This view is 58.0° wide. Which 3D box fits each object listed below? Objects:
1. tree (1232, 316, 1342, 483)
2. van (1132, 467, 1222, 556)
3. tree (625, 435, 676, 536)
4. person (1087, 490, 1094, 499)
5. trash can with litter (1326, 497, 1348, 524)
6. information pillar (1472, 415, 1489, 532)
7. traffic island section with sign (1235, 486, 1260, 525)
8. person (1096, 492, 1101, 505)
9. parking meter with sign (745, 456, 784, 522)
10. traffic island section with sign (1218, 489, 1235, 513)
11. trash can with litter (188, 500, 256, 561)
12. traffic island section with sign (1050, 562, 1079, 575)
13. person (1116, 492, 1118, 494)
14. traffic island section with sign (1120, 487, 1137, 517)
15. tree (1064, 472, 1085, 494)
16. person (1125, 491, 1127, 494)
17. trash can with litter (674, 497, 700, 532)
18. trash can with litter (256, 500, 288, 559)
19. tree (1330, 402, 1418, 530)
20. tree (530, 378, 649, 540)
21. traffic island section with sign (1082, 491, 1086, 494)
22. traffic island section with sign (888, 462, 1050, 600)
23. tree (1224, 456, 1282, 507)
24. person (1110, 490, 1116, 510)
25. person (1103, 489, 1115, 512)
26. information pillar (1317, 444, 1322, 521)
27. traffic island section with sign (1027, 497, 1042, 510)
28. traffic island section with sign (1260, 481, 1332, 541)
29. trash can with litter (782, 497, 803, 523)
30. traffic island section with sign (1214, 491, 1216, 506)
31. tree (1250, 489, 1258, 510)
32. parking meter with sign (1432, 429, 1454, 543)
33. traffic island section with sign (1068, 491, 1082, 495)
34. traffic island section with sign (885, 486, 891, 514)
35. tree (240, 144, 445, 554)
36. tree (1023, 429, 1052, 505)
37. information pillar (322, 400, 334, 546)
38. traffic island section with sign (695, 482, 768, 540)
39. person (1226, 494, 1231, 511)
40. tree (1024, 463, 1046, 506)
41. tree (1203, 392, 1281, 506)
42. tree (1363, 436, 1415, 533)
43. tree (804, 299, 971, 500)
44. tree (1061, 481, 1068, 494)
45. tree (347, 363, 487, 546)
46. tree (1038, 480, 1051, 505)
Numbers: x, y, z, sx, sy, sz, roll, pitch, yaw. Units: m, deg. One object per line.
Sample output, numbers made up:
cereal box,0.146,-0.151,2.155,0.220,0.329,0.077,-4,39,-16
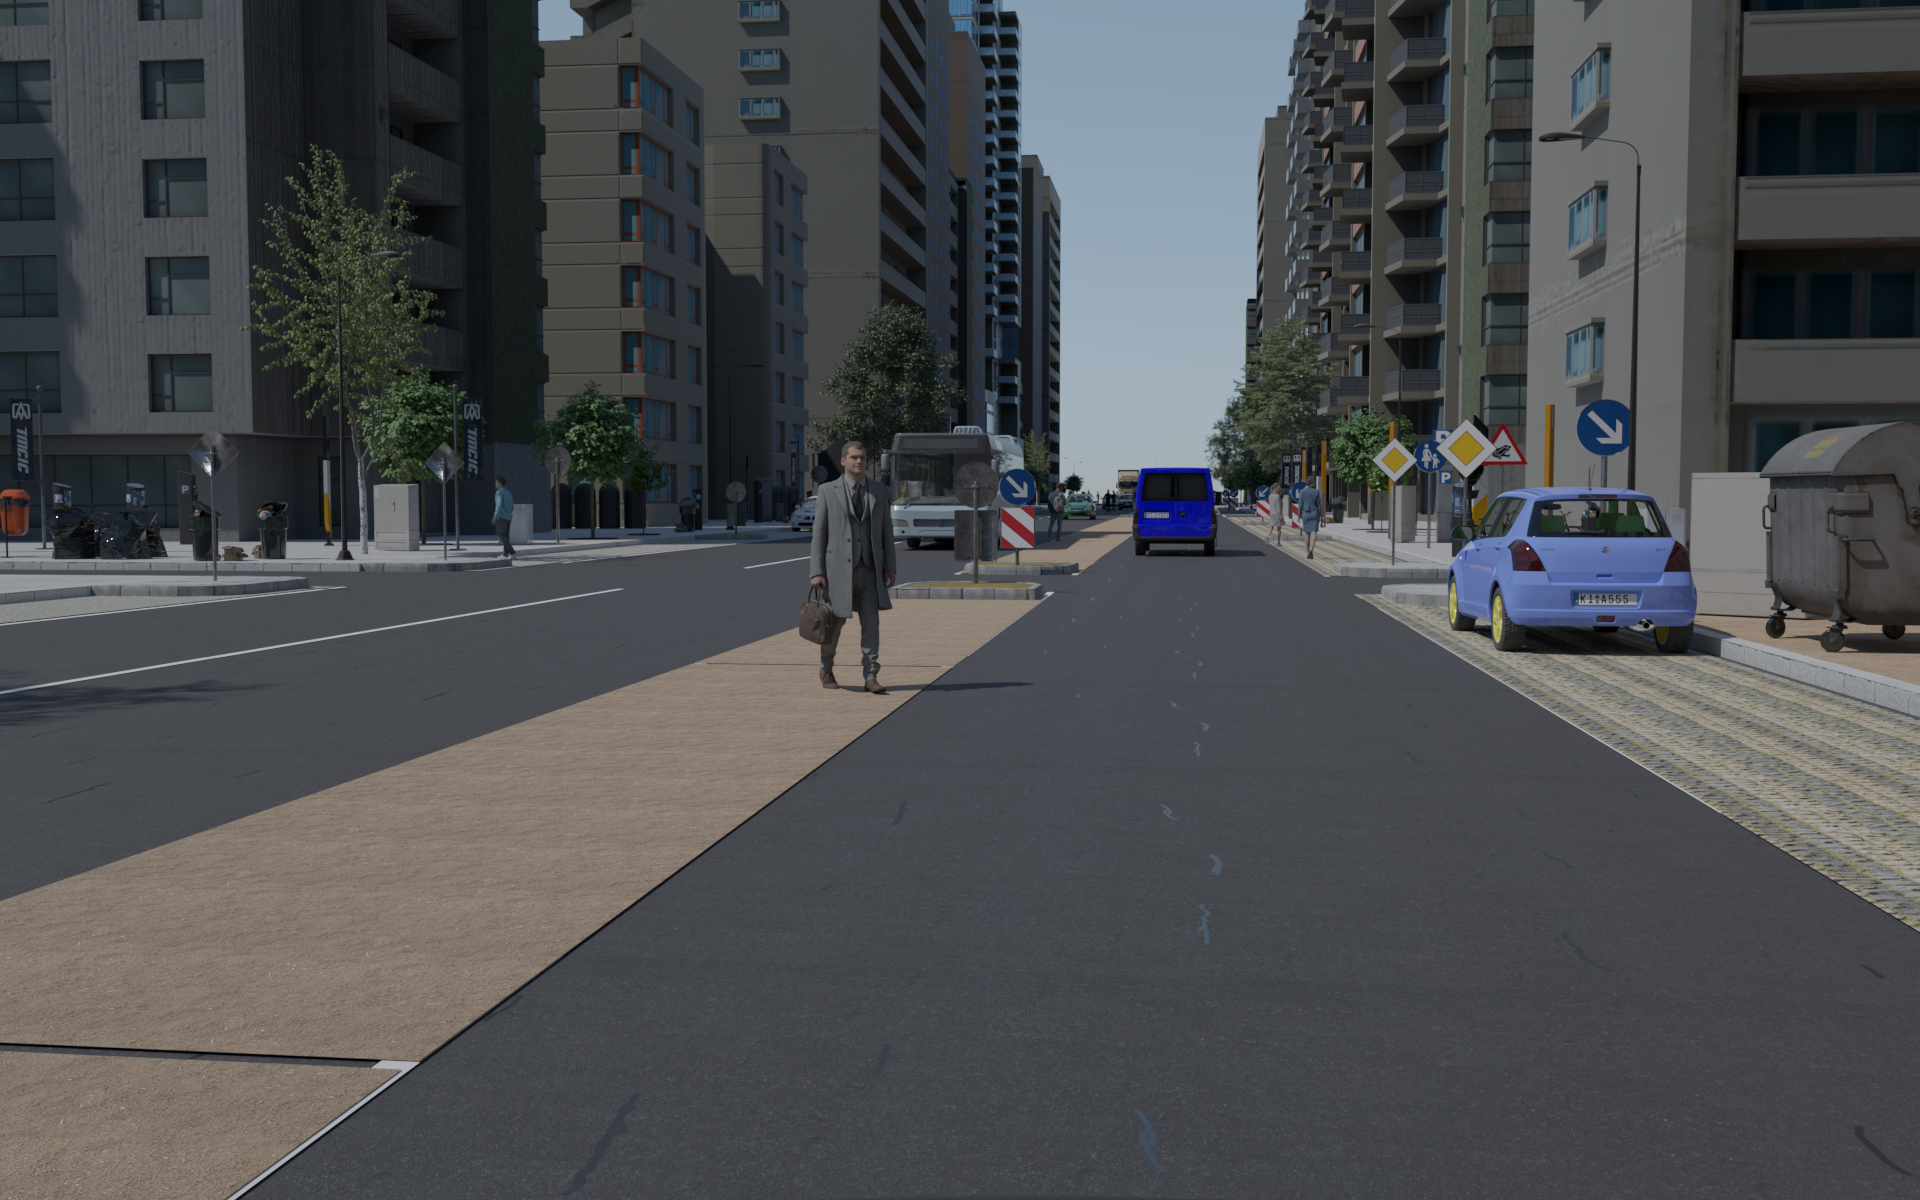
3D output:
tree,20.922,-11.790,110.898,7.486,12.596,7.792,0,3,0
van,5.235,-2.297,41.944,2.240,2.365,5.245,0,4,8
tree,-9.941,-3.625,53.877,1.663,3.219,1.824,0,3,0
person,12.358,-9.671,166.759,1.348,1.807,0.705,-1,4,-19
trash can with litter,16.354,-3.915,75.404,1.055,1.170,0.624,-3,4,-38
information pillar,15.335,-3.655,51.112,0.504,3.616,0.183,-1,4,-16
traffic island section with sign,13.903,-4.381,80.255,1.989,1.847,2.006,0,4,7
person,18.235,-13.375,227.703,0.721,1.766,1.217,2,4,33
parking meter with sign,-8.989,-5.100,79.649,1.738,3.016,0.543,-1,4,-15
traffic island section with sign,20.344,-7.387,129.403,1.989,1.847,2.006,0,4,7
trash can with litter,-14.215,-1.335,33.221,1.055,1.170,0.624,0,4,-3
traffic island section with sign,1.115,-1.436,31.622,2.006,1.907,1.989,0,4,7
person,20.971,-13.519,230.050,0.721,1.766,1.217,0,4,0
traffic island section with sign,10.857,-5.993,106.129,2.006,1.907,1.989,0,4,7
tree,16.805,-16.600,255.127,4.285,4.588,4.351,0,3,0
person,17.526,-10.591,182.215,0.434,1.755,0.990,-1,4,-10
trash can with litter,-9.215,-2.869,58.298,0.624,1.170,1.055,1,4,11
trash can with litter,-13.713,-1.396,34.218,1.055,1.170,0.624,3,5,45
tree,14.735,-4.781,61.889,4.285,4.588,4.351,0,3,0
tree,-10.361,-4.002,49.148,4.285,4.588,4.351,0,3,0
traffic island section with sign,17.239,-14.218,241.089,1.989,1.847,2.006,0,4,7
traffic island section with sign,0.144,-0.987,24.279,2.006,1.907,1.989,0,4,7
tree,23.782,-9.323,136.146,4.285,4.588,4.351,0,3,0
person,13.533,-8.857,153.754,0.568,1.767,0.683,2,4,25
person,12.144,-8.148,141.735,1.348,1.821,0.705,-3,4,-36
information pillar,16.875,-5.497,81.231,0.183,3.616,0.504,3,5,42
traffic island section with sign,6.485,-9.194,158.943,1.989,1.847,2.006,0,4,7
traffic island section with sign,10.408,-2.746,53.527,1.989,1.847,2.006,0,4,7
trash can with litter,-7.416,-3.988,76.583,1.055,1.170,0.624,0,4,-6
traffic island section with sign,23.838,-9.022,156.132,1.989,1.847,2.006,0,4,7
tree,24.079,-8.932,140.632,1.663,3.219,1.824,0,3,0
parking meter with sign,12.863,-3.044,46.027,0.543,3.016,1.738,1,4,12
traffic island section with sign,13.737,-12.583,214.362,1.989,1.847,2.006,0,4,7
traffic island section with sign,-3.564,-4.500,82.210,1.989,1.847,2.006,0,4,7
tree,-12.773,-5.274,36.588,4.737,8.622,4.395,0,3,0
tree,8.658,-14.994,195.507,4.737,8.622,4.395,0,3,0
information pillar,-15.642,-3.146,42.795,0.183,3.616,0.504,-1,4,-12
traffic island section with sign,-7.165,-2.820,54.734,1.989,1.847,2.006,0,4,7
person,21.761,-7.820,139.586,0.991,1.433,0.599,-3,5,-42
tree,7.291,-11.995,179.825,4.285,4.588,4.351,0,3,0
tree,31.947,-16.939,193.958,9.611,12.733,9.660,0,3,0
tree,13.957,-3.836,57.328,1.663,3.219,1.824,0,3,0
tree,-3.947,-11.305,101.848,9.611,12.733,9.660,0,3,0
tree,14.181,-14.899,238.194,1.663,3.219,1.824,0,3,0
tree,-13.599,-3.657,43.505,4.285,4.588,4.351,0,3,0
tree,9.902,-13.109,208.939,1.663,3.219,1.824,0,3,0
